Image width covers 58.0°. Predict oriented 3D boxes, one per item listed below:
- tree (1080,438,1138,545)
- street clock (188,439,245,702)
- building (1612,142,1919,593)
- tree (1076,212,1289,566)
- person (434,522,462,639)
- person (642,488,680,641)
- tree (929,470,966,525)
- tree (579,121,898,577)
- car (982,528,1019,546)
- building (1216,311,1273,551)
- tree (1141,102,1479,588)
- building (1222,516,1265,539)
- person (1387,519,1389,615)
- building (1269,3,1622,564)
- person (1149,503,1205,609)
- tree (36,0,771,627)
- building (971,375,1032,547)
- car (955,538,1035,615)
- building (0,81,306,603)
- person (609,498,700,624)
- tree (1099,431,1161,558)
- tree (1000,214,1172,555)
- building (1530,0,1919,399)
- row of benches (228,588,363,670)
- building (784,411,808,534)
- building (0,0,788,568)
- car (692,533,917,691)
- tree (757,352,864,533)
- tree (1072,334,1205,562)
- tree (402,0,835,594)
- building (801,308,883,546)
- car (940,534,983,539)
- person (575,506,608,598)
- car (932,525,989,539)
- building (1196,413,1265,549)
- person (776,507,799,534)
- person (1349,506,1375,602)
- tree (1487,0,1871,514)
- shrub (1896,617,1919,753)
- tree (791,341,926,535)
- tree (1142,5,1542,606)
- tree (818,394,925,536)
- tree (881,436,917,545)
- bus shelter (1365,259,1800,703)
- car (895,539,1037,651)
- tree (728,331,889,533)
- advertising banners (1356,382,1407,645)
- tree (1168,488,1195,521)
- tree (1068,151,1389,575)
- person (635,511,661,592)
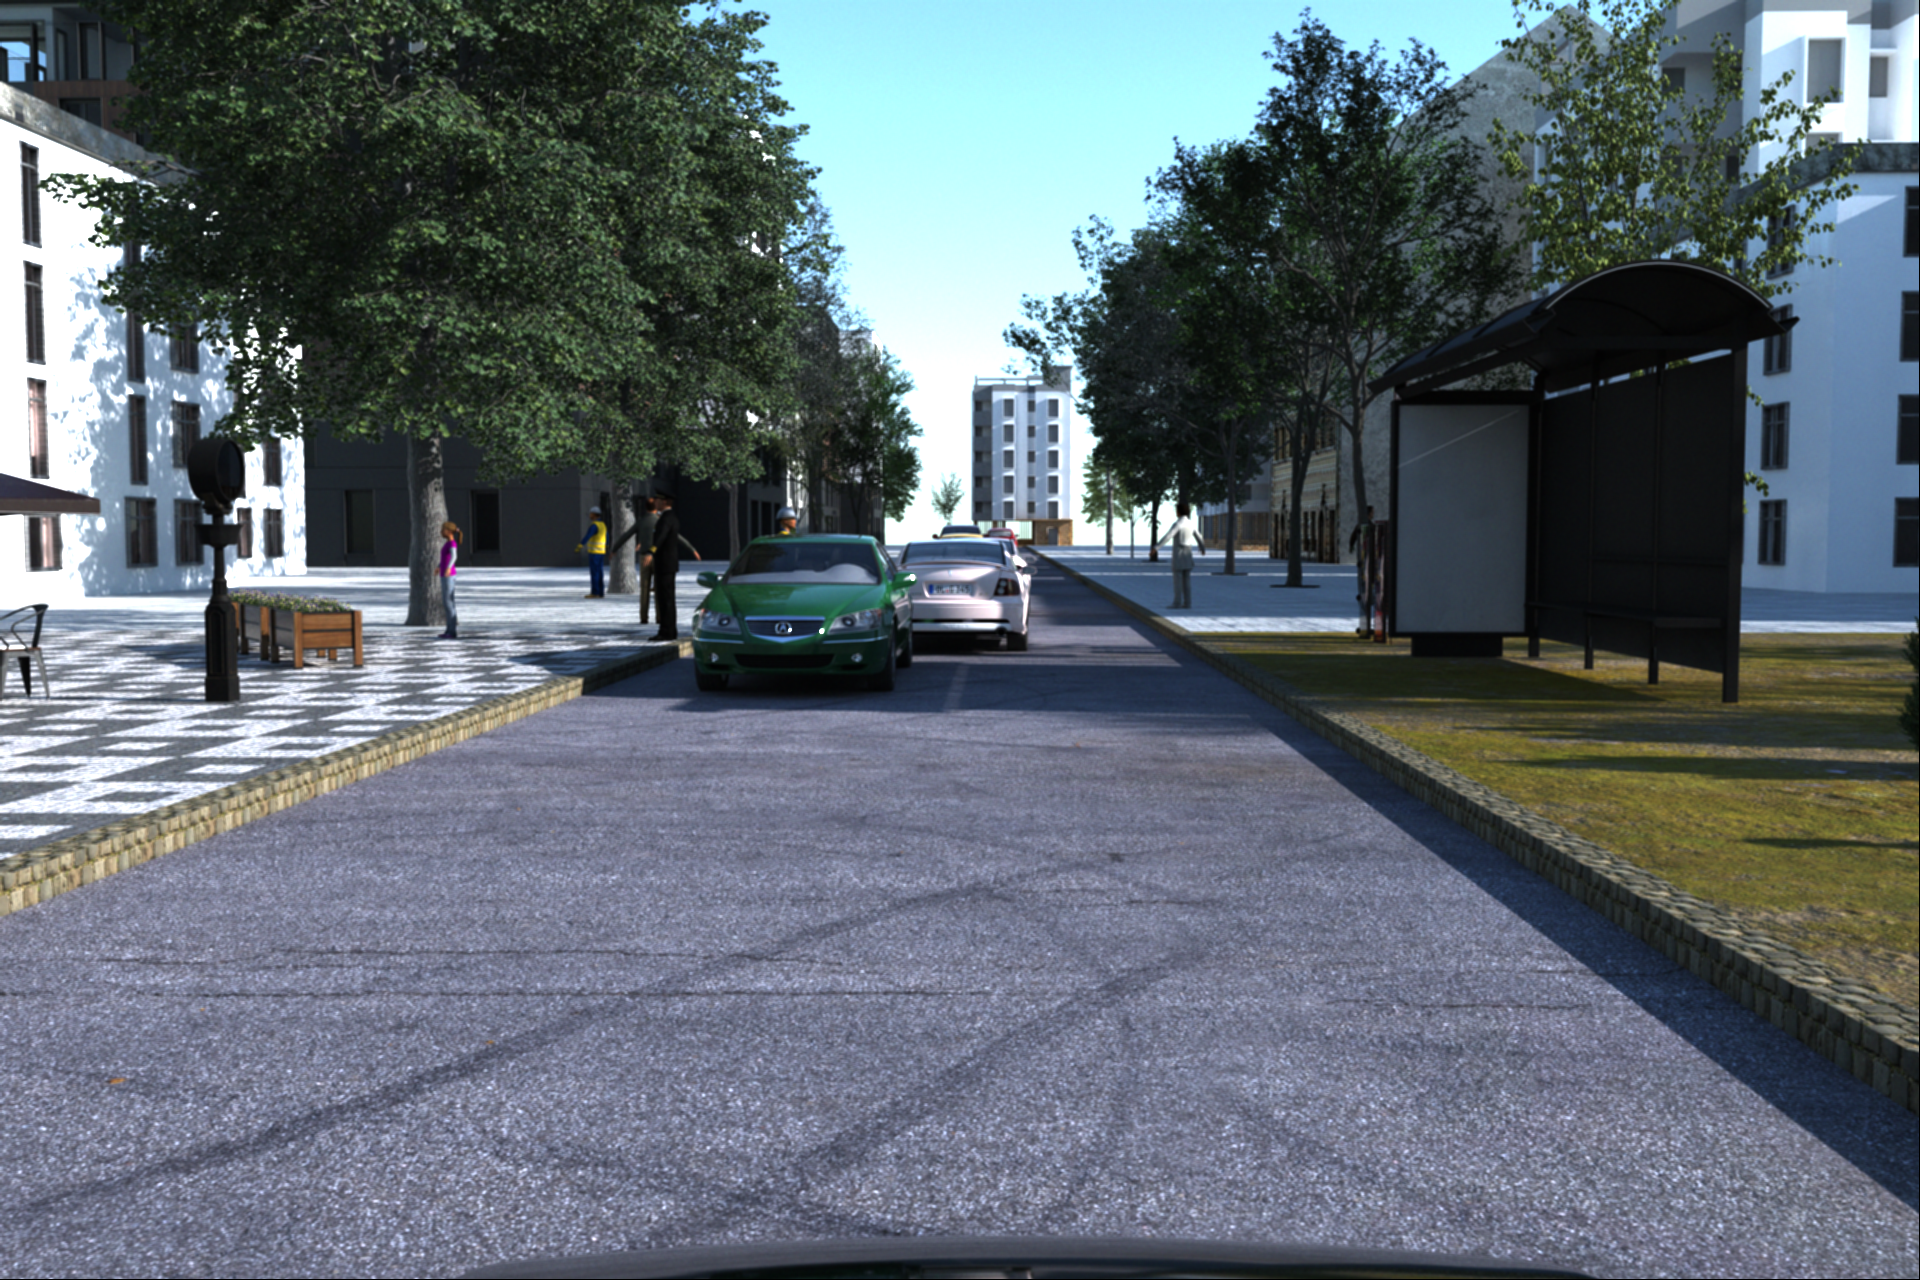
[{"bbox_3d":[17.259,-17.111,197.885,7.486,12.596,7.792,0,3,0],"label":"tree"},{"bbox_3d":[-5.672,-0.532,13.264,0.358,2.002,0.471,0,4,3],"label":"street clock"},{"bbox_3d":[23.303,-5.823,37.353,9.099,9.664,28.070,0,4,2],"label":"building"},{"bbox_3d":[9.018,-9.914,68.757,9.857,13.997,8.962,0,3,0],"label":"tree"},{"bbox_3d":[-6.347,-0.735,21.284,0.599,1.433,0.991,-2,4,-24],"label":"person"},{"bbox_3d":[-3.572,-0.912,20.847,0.705,1.837,1.347,0,4,2],"label":"person"},{"bbox_3d":[-1.333,-14.931,194.479,4.737,8.622,4.395,0,3,0],"label":"tree"},{"bbox_3d":[-6.978,-8.680,52.295,12.009,13.543,11.850,0,3,0],"label":"tree"},{"bbox_3d":[2.455,-5.926,105.556,2.281,1.827,5.304,0,4,1],"label":"car"},{"bbox_3d":[26.264,-17.425,141.320,16.016,20.090,11.380,0,4,2],"label":"building"},{"bbox_3d":[8.221,-7.069,41.332,9.928,11.665,9.643,0,3,0],"label":"tree"},{"bbox_3d":[31.359,-19.732,179.045,16.016,20.090,11.380,0,4,1],"label":"building"},{"bbox_3d":[6.921,-1.300,27.378,1.348,1.813,0.705,-3,5,-44],"label":"person"},{"bbox_3d":[25.382,-15.317,81.359,19.493,23.208,18.063,0,4,1],"label":"building"},{"bbox_3d":[3.798,-1.446,29.825,1.347,1.806,0.705,-3,5,-40],"label":"person"},{"bbox_3d":[-7.413,-7.165,23.808,9.857,13.997,8.962,0,3,0],"label":"tree"},{"bbox_3d":[1.650,-20.760,198.301,11.380,20.090,16.016,0,4,-2],"label":"building"},{"bbox_3d":[0.363,-1.205,32.071,2.083,1.381,4.827,0,4,2],"label":"car"},{"bbox_3d":[-22.180,-6.135,42.457,9.099,9.664,28.070,0,4,1],"label":"building"},{"bbox_3d":[-4.392,-1.131,24.766,1.348,1.796,0.705,0,4,8],"label":"person"},{"bbox_3d":[9.218,-8.595,90.897,4.737,8.622,4.395,0,3,0],"label":"tree"},{"bbox_3d":[8.072,-15.274,105.622,12.611,20.169,13.585,0,3,0],"label":"tree"},{"bbox_3d":[27.458,-12.829,66.175,16.016,20.090,11.380,0,4,1],"label":"building"},{"bbox_3d":[-7.149,-0.167,18.196,1.422,0.672,4.104,-2,4,-33],"label":"row of benches"},{"bbox_3d":[-21.039,-15.896,126.356,16.747,18.905,31.486,0,4,1],"label":"building"},{"bbox_3d":[-24.358,-14.582,82.384,27.936,21.610,32.646,0,4,2],"label":"building"},{"bbox_3d":[-1.462,-0.338,17.331,2.131,1.459,4.920,0,4,2],"label":"car"},{"bbox_3d":[-6.520,-7.179,67.733,4.360,8.622,3.978,0,3,0],"label":"tree"},{"bbox_3d":[9.162,-9.431,79.955,9.928,11.665,9.643,0,3,0],"label":"tree"},{"bbox_3d":[-7.328,-7.964,36.867,9.857,13.997,8.962,0,3,0],"label":"tree"},{"bbox_3d":[-22.606,-20.033,171.507,27.936,21.610,32.646,0,4,1],"label":"building"},{"bbox_3d":[0.055,-2.321,48.166,2.015,1.641,3.980,0,4,1],"label":"car"},{"bbox_3d":[-7.314,-1.756,34.678,0.705,1.833,1.349,1,4,14],"label":"person"},{"bbox_3d":[0.043,-3.758,70.113,2.281,1.827,5.304,0,4,1],"label":"car"},{"bbox_3d":[27.341,-18.647,161.296,16.016,20.090,11.380,0,4,2],"label":"building"},{"bbox_3d":[-2.075,-0.784,21.741,0.721,1.772,1.216,0,4,0],"label":"person"},{"bbox_3d":[7.643,-1.605,32.385,0.704,1.812,1.346,-1,4,-23],"label":"person"},{"bbox_3d":[8.079,-4.298,20.642,4.737,8.622,4.395,0,3,0],"label":"tree"},{"bbox_3d":[5.526,0.113,9.265,1.383,1.207,1.383,0,3,0],"label":"shrub"},{"bbox_3d":[-5.703,-10.326,94.591,9.928,11.665,9.643,0,3,0],"label":"tree"},{"bbox_3d":[7.014,-5.908,31.014,7.601,10.594,8.767,1,4,23],"label":"tree"},{"bbox_3d":[-5.400,-10.544,106.800,7.601,10.594,8.767,-3,4,-37],"label":"tree"},{"bbox_3d":[-8.350,-17.112,197.902,7.486,12.596,7.792,0,3,0],"label":"tree"},{"bbox_3d":[5.209,-1.322,15.535,2.014,3.302,5.546,0,4,1],"label":"bus shelter"},{"bbox_3d":[-0.036,-0.626,22.600,2.083,1.381,4.827,0,4,2],"label":"car"},{"bbox_3d":[-6.513,-8.612,75.221,7.601,10.594,8.767,1,4,11],"label":"tree"},{"bbox_3d":[4.965,-1.482,20.411,0.090,3.025,2.074,0,3,0],"label":"advertising banners"},{"bbox_3d":[26.064,-14.969,195.111,4.360,8.622,3.978,0,3,0],"label":"tree"},{"bbox_3d":[8.631,-8.794,54.149,12.009,13.543,11.850,0,3,0],"label":"tree"},{"bbox_3d":[-6.736,-2.000,38.556,1.347,1.847,0.705,3,5,42],"label":"person"}]
